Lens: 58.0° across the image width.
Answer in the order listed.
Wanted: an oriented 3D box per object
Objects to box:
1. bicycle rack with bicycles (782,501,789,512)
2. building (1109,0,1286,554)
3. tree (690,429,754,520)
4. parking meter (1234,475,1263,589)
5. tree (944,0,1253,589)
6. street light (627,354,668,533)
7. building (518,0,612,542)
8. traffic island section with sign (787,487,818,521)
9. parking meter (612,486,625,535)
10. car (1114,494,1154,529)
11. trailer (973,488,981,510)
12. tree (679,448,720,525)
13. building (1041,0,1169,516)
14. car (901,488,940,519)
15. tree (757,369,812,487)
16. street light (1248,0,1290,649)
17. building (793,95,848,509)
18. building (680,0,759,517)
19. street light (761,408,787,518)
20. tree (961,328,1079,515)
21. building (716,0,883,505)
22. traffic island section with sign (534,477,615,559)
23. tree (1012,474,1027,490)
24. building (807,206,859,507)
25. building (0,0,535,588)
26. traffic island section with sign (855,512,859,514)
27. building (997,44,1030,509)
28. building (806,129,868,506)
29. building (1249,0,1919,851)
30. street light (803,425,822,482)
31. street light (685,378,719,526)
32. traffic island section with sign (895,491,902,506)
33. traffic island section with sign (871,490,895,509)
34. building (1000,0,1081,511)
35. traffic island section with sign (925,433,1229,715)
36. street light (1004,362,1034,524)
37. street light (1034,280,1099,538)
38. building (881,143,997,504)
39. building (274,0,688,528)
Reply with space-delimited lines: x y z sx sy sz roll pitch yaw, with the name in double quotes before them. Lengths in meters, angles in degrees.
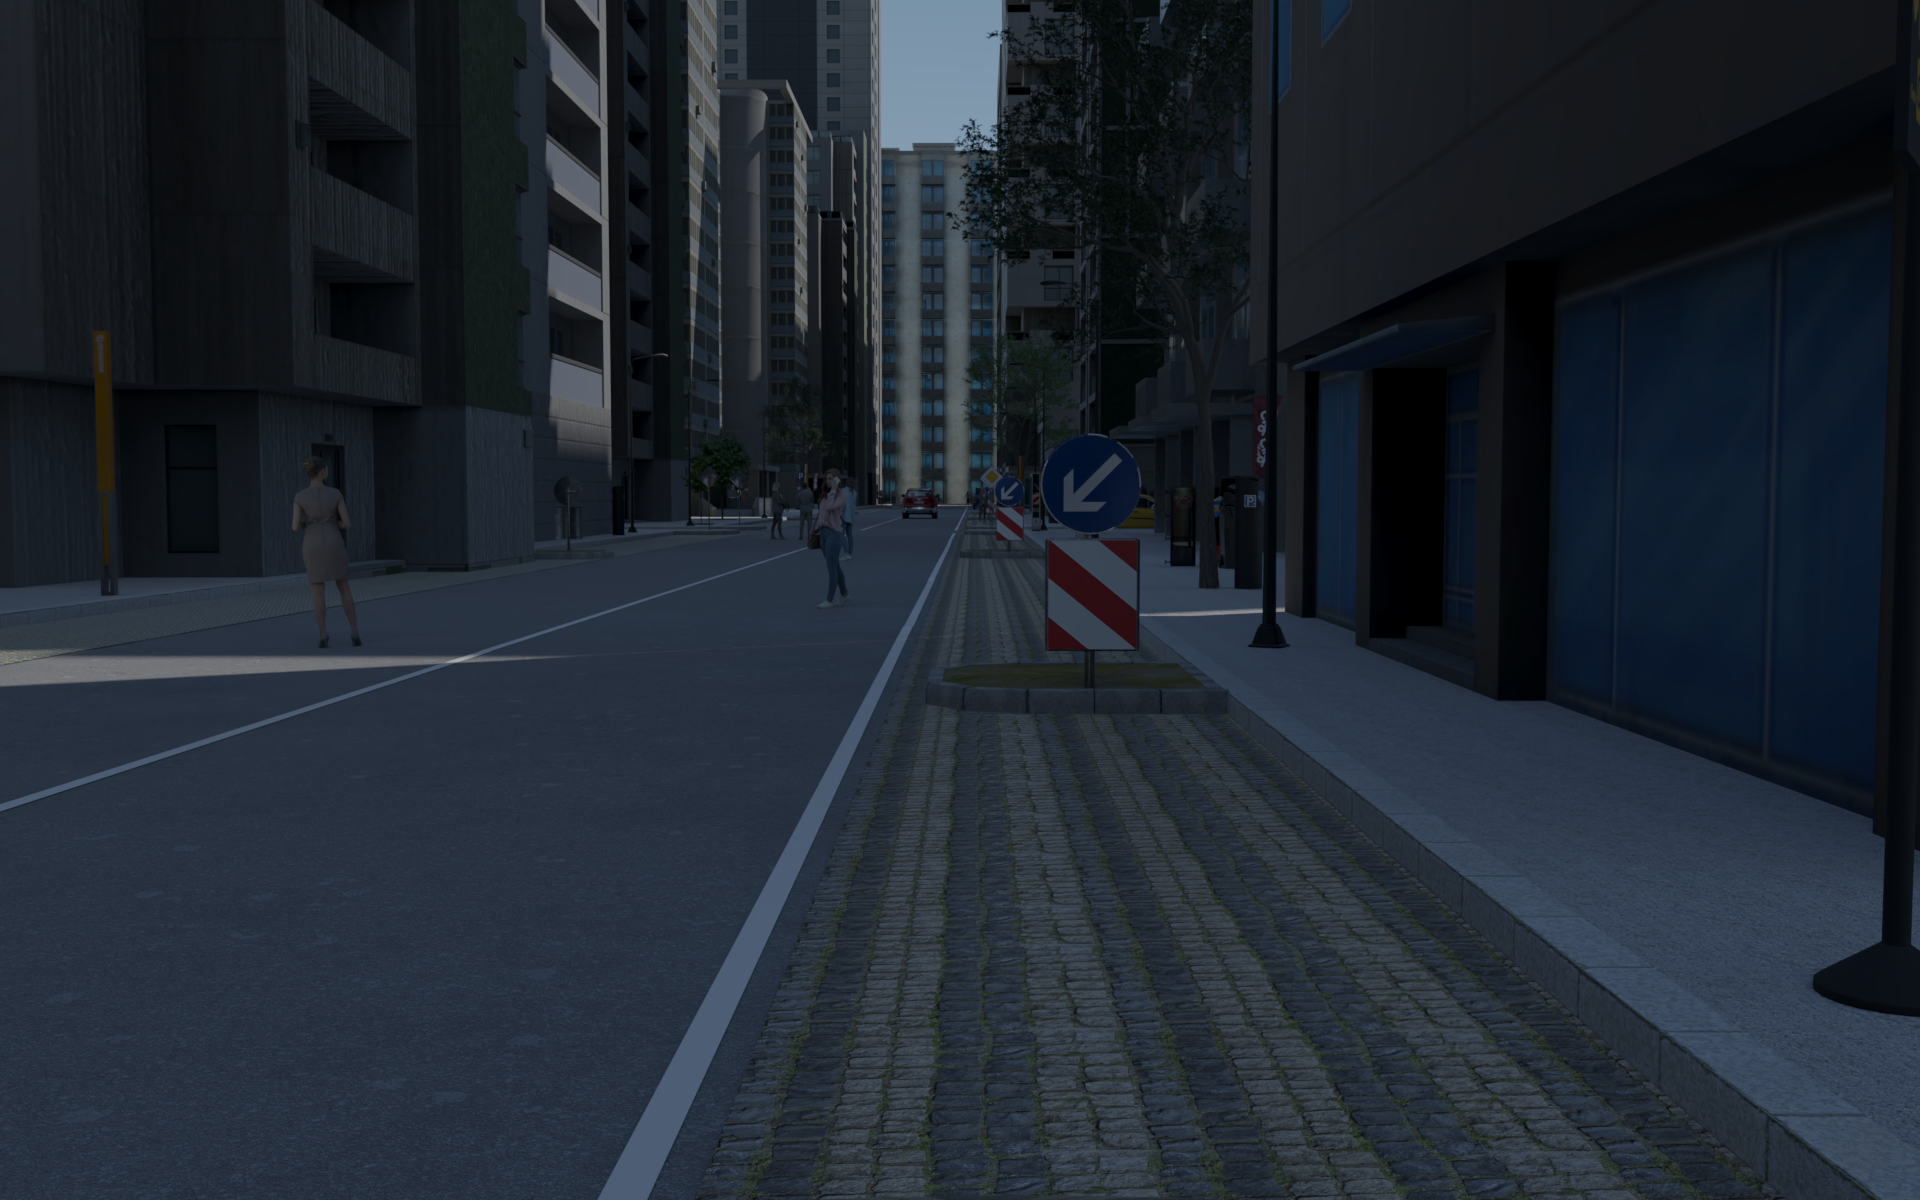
"bicycle rack with bicycles" -13.567 -6.905 126.279 2.852 0.926 2.925 3 5 41
"building" 16.537 -26.015 44.954 23.786 49.044 30.456 0 4 0
"tree" -11.982 -6.327 87.166 4.285 4.588 4.351 0 3 0
"parking meter" 3.907 -0.919 23.436 0.372 1.533 0.369 0 3 0
"tree" 3.522 -5.456 23.616 8.767 10.594 7.601 1 4 18
"street light" -10.374 -5.196 57.500 1.470 5.913 1.316 0 4 0
"building" -25.301 -31.067 49.950 28.212 58.520 21.231 0 4 0
"traffic island section with sign" -8.346 -5.230 94.146 1.989 1.847 2.006 0 4 0
"parking meter" -10.649 -2.785 53.953 0.372 1.533 0.369 0 3 0
"car" 6.903 -3.350 65.004 3.980 1.641 2.015 0 4 2
"trailer" 1.946 -9.340 159.753 1.471 1.999 3.904 0 4 2
"tree" -10.984 -4.772 72.631 1.663 3.219 1.824 0 3 0
"building" 15.093 -39.997 92.200 20.563 71.187 20.611 0 4 0
"car" -2.343 -5.712 102.069 2.281 1.827 5.304 0 4 0
"tree" -11.699 -11.972 130.148 7.601 10.594 8.767 0 4 6
"street light" 2.054 -2.559 14.382 1.470 5.913 1.316 0 4 0
"building" -26.643 -28.404 156.289 32.217 40.220 23.993 0 4 0
"building" -27.631 -25.193 103.789 32.217 40.220 23.993 0 4 0
"street light" -10.032 -7.393 93.411 1.470 5.913 1.316 0 4 0
"tree" 3.831 -11.179 108.527 9.928 11.665 9.643 0 3 0
"building" -20.220 -47.136 208.920 20.611 71.187 20.563 0 4 0
"traffic island section with sign" -8.795 -1.834 38.606 1.989 1.847 2.006 0 4 0
"tree" 4.927 -9.347 147.425 1.663 3.219 1.824 0 3 0
"building" -17.809 -24.699 175.531 14.160 30.474 14.107 0 4 0
"building" -16.022 -15.718 28.693 14.160 30.474 14.107 0 4 0
"traffic island section with sign" -8.134 -6.914 121.667 1.989 1.847 2.006 0 4 0
"building" 14.620 -34.032 180.132 21.300 48.544 21.600 0 4 0
"building" -17.583 -30.928 189.272 14.154 41.232 14.086 0 4 0
"building" 10.042 -22.060 10.797 14.600 45.320 14.200 0 4 0
"street light" -9.997 -8.817 116.700 1.470 5.913 1.316 0 4 0
"street light" -10.346 -5.937 69.616 1.470 5.913 1.316 0 4 0
"traffic island section with sign" -7.501 -11.662 199.304 1.989 1.847 2.006 0 4 0
"traffic island section with sign" -7.732 -9.953 171.362 1.989 1.847 2.006 0 4 0
"building" 16.631 -32.822 125.886 28.713 52.752 27.495 0 4 0
"traffic island section with sign" 0.761 -0.215 12.151 1.989 1.847 2.006 0 4 0
"street light" 2.402 -5.408 60.957 1.470 5.913 1.316 0 4 0
"street light" 2.435 -3.983 37.668 1.470 5.913 1.316 0 4 0
"building" -3.587 -37.873 238.830 30.456 49.044 23.786 0 4 0
"building" -20.357 -18.674 77.027 14.160 30.474 14.107 0 4 0
